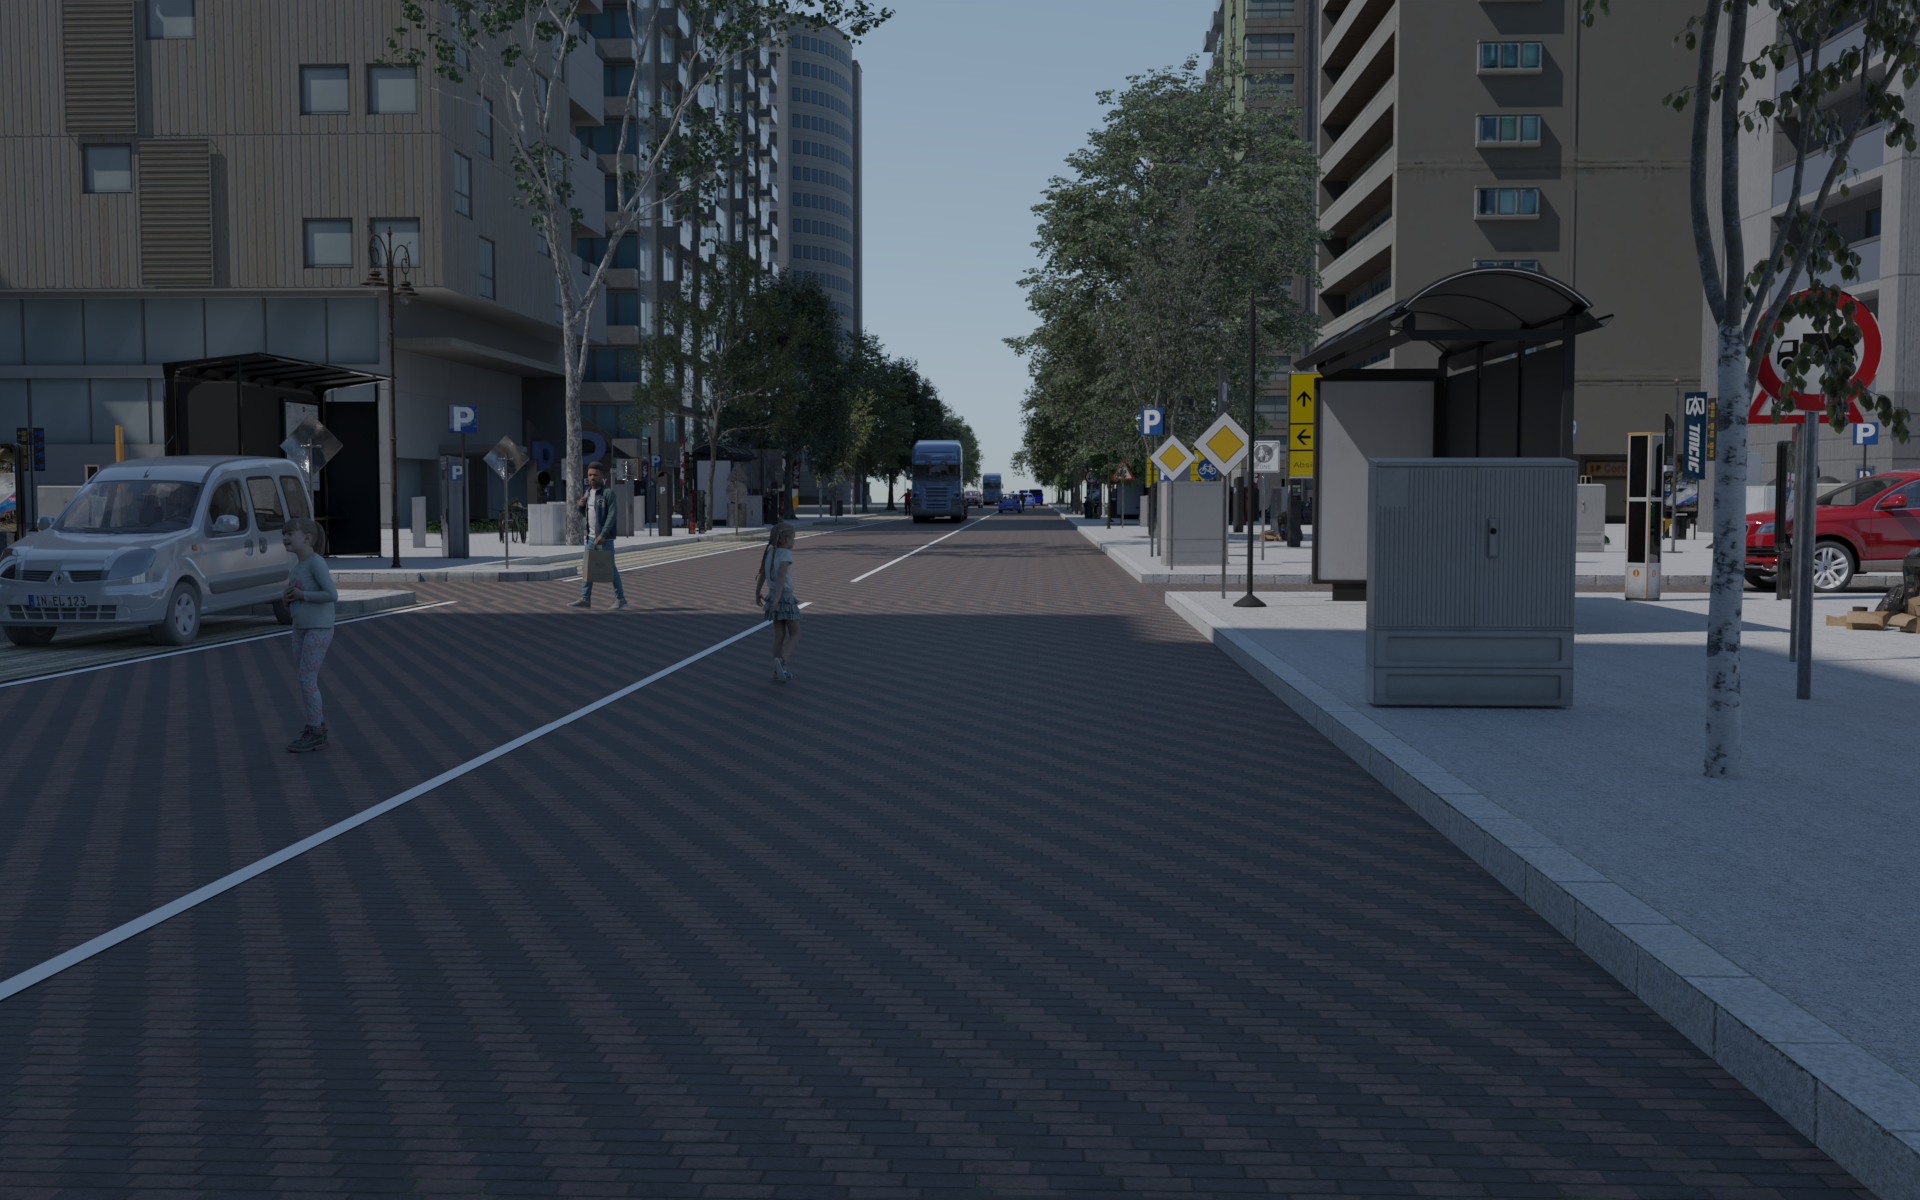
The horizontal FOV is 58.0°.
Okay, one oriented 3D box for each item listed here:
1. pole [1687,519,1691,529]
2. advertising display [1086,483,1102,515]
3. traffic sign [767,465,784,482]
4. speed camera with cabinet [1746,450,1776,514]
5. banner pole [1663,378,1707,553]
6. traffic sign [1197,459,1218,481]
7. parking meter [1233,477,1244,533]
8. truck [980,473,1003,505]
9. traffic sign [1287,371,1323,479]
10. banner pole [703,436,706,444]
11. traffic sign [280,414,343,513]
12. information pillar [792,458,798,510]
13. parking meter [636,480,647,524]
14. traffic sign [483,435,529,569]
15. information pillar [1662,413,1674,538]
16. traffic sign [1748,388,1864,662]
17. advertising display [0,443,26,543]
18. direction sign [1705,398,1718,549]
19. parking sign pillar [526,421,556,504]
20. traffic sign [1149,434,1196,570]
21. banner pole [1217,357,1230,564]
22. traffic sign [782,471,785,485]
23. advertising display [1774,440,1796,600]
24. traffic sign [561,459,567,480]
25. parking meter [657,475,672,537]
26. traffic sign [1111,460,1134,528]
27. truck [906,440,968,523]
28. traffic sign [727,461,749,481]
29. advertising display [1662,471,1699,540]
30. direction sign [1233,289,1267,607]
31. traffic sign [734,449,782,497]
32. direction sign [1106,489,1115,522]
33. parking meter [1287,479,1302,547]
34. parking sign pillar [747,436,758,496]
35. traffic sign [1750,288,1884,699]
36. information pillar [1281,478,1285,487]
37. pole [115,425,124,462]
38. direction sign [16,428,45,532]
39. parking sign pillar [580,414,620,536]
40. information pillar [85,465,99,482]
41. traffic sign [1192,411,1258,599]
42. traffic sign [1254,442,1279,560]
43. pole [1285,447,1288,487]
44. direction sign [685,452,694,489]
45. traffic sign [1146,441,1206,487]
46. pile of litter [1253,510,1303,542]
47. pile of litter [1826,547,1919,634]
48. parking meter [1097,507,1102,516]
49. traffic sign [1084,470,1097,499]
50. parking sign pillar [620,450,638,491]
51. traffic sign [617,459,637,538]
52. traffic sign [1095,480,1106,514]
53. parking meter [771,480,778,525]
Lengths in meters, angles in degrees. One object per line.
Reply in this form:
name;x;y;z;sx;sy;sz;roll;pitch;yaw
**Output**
pole;26.832;-4.279;63.802;0.158;3.312;0.155;0;3;0
advertising display;7.214;-5.378;93.138;0.974;1.923;0.123;3;5;40
traffic sign;-8.040;-4.615;75.554;0.768;2.556;0.104;0;4;3
speed camera with cabinet;16.633;-2.559;36.170;0.660;3.252;2.038;0;4;0
banner pole;15.712;-2.902;37.469;0.863;3.779;0.401;3;4;38
traffic sign;8.831;-3.774;61.803;0.768;2.556;0.104;1;4;8
parking meter;9.302;-3.188;57.838;0.255;1.863;0.399;-1;4;-11
truck;4.515;-14.664;229.508;2.967;4.110;18.799;0;4;3
traffic sign;6.550;-2.125;28.616;2.265;3.308;0.079;1;4;10
banner pole;-10.900;-5.229;75.504;0.863;3.779;0.401;-2;4;-27
traffic sign;-8.106;-1.102;21.665;0.795;2.450;0.064;0;4;2
information pillar;-9.620;-6.652;100.110;0.504;3.616;0.183;-1;4;-20
parking meter;-13.437;-4.122;73.102;0.399;1.863;0.255;-3;4;-36
traffic sign;-7.764;-1.590;29.643;0.795;2.450;0.064;0;4;2
information pillar;20.565;-3.599;50.197;0.504;3.616;0.183;-2;4;-33
traffic sign;6.378;-0.805;13.172;0.884;2.594;0.081;0;4;6
advertising display;-12.310;-1.029;22.036;0.974;1.923;0.123;1;4;18
direction sign;17.730;-2.973;40.610;0.379;3.537;0.876;0;4;-5
parking sign pillar;-15.500;-4.628;64.134;1.447;3.967;1.447;1;4;18
traffic sign;3.569;-1.559;29.139;0.795;2.450;0.064;0;4;2
banner pole;4.840;-2.565;31.954;0.401;3.779;0.863;1;4;20
traffic sign;-9.455;-5.730;93.791;0.768;2.556;0.104;0;4;8
advertising display;10.171;-0.977;21.184;0.123;1.923;0.974;3;5;41
traffic sign;-11.222;-2.934;50.099;0.606;2.300;0.079;0;4;4
parking meter;-8.924;-2.852;52.336;0.399;1.863;0.255;2;4;23
traffic sign;6.148;-4.001;65.428;0.884;2.594;0.081;1;4;12
truck;-0.950;-6.301;92.779;2.967;4.110;18.799;0;4;1
traffic sign;-8.871;-4.224;69.066;0.884;2.594;0.081;0;4;5
advertising display;20.122;-2.641;48.400;0.974;1.923;0.123;0;4;2
direction sign;3.306;-1.692;19.657;0.379;3.537;0.876;1;4;10
traffic sign;-9.174;-5.185;78.654;2.265;3.308;0.079;1;4;10
direction sign;6.912;-5.349;79.450;0.379;3.537;0.876;0;4;-1
parking meter;8.062;-2.206;41.779;0.255;1.863;0.399;0;4;-5
parking sign pillar;-9.725;-5.618;80.319;1.447;3.967;1.447;0;4;8
traffic sign;5.286;-0.652;10.774;0.768;2.556;0.104;1;4;11
information pillar;14.982;-4.611;79.885;0.304;2.012;0.304;3;4;36
pole;-24.950;-3.526;51.493;0.158;3.312;0.155;0;3;0
direction sign;-31.666;-4.104;59.092;0.876;3.537;0.379;0;4;-7
parking sign pillar;-11.435;-3.985;53.625;1.447;3.967;1.447;0;4;-5
information pillar;-21.910;-2.403;43.776;0.304;2.012;0.304;-2;4;-30
traffic sign;3.227;-1.071;21.161;0.795;2.450;0.064;0;4;2
traffic sign;5.859;-1.916;33.463;0.606;2.300;0.079;1;4;9
pole;14.062;-4.929;74.428;0.158;3.312;0.155;0;3;0
direction sign;-14.328;-6.138;92.347;0.876;3.537;0.379;0;4;4
traffic sign;8.147;-4.376;65.427;2.265;3.308;0.079;0;4;6
pile of litter;8.651;-2.034;47.228;1.719;0.858;1.176;-2;4;-24
pile of litter;8.945;-0.145;16.329;1.176;0.858;1.719;0;4;2
parking meter;8.248;-5.776;102.849;0.372;1.533;0.369;0;3;0
traffic sign;6.835;-5.494;89.934;0.768;2.556;0.104;0;4;5
parking sign pillar;-18.226;-6.475;94.341;1.447;3.967;1.447;-1;4;-13
traffic sign;-9.708;-2.959;50.502;0.606;2.300;0.079;0;4;3
traffic sign;7.325;-5.546;90.681;0.884;2.594;0.081;1;4;9
parking meter;-7.576;-3.982;70.818;0.255;1.863;0.399;0;4;-5
